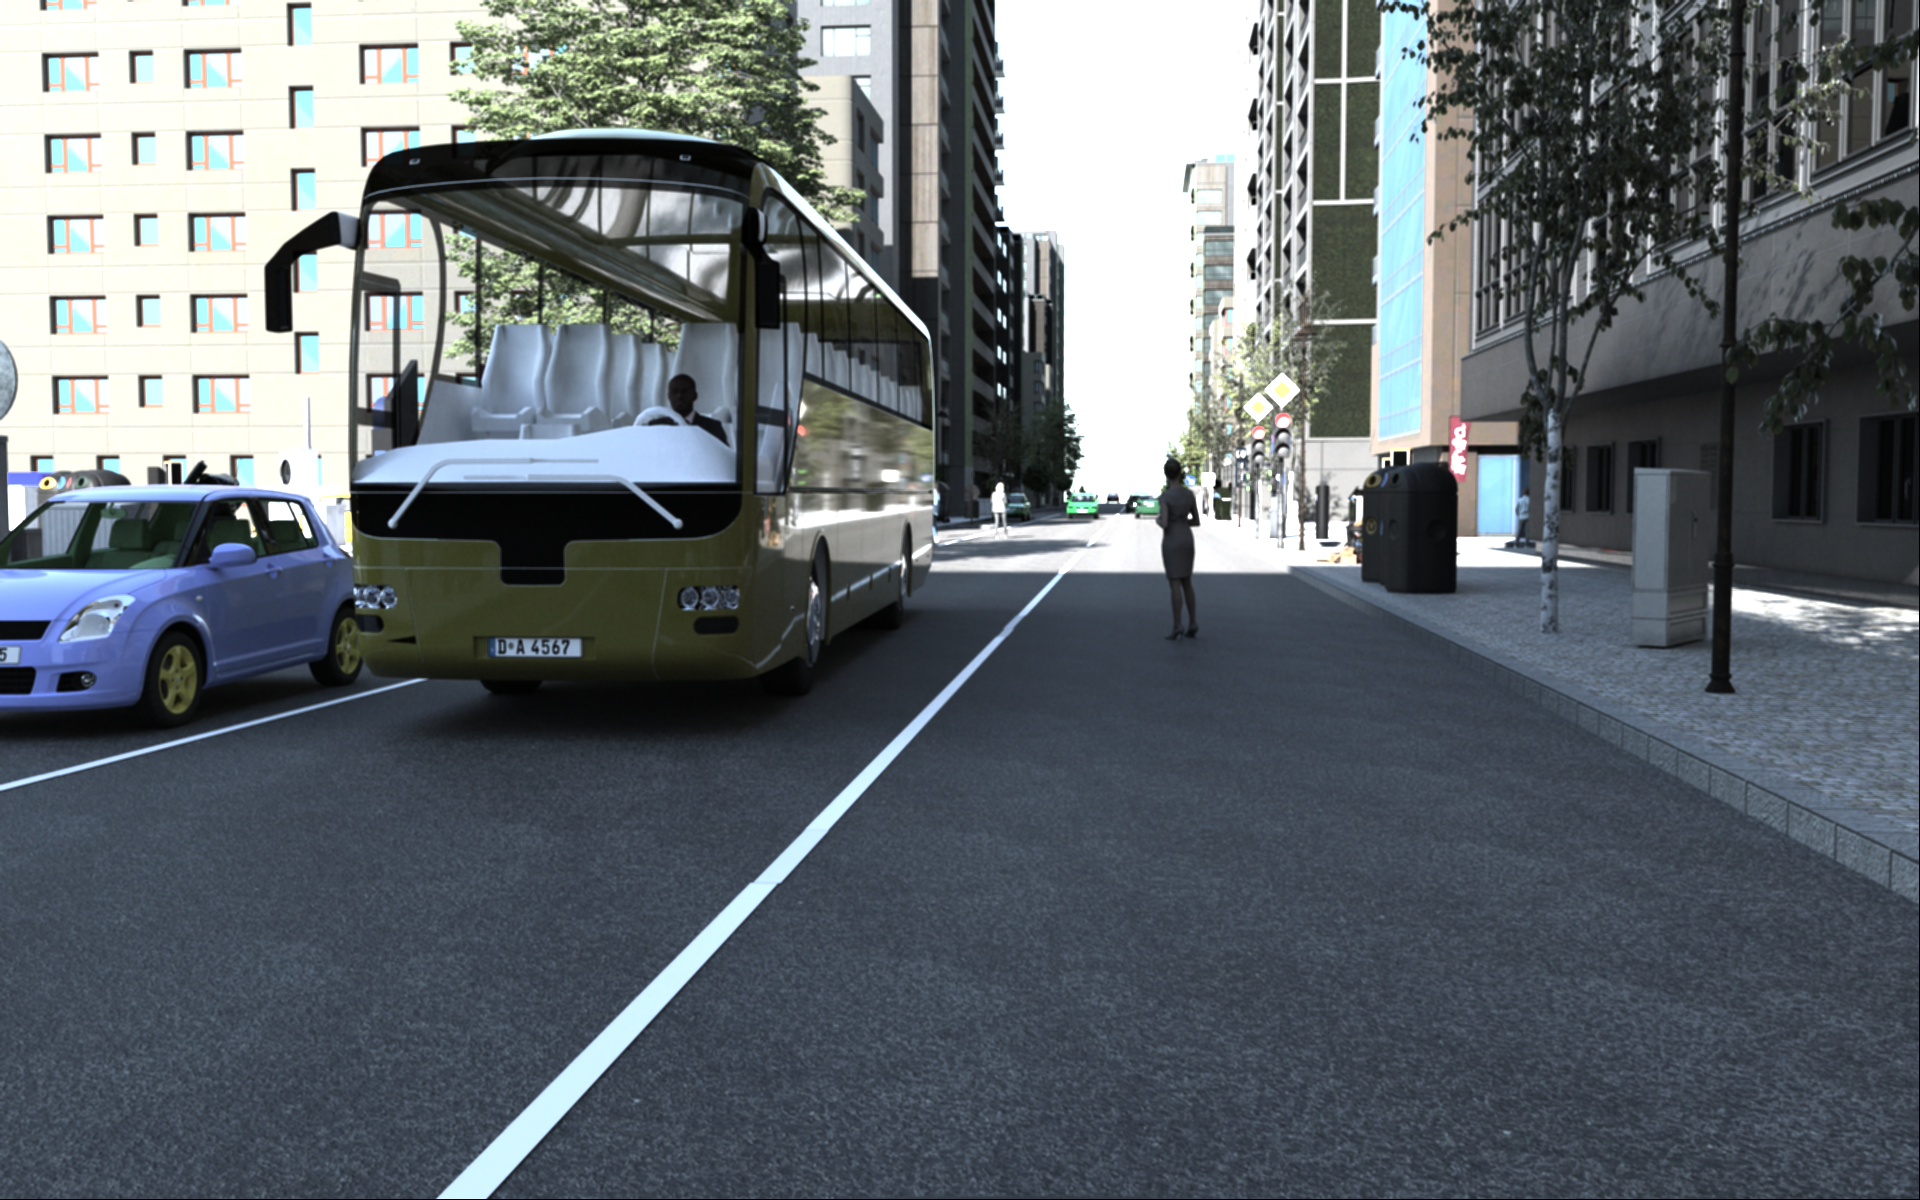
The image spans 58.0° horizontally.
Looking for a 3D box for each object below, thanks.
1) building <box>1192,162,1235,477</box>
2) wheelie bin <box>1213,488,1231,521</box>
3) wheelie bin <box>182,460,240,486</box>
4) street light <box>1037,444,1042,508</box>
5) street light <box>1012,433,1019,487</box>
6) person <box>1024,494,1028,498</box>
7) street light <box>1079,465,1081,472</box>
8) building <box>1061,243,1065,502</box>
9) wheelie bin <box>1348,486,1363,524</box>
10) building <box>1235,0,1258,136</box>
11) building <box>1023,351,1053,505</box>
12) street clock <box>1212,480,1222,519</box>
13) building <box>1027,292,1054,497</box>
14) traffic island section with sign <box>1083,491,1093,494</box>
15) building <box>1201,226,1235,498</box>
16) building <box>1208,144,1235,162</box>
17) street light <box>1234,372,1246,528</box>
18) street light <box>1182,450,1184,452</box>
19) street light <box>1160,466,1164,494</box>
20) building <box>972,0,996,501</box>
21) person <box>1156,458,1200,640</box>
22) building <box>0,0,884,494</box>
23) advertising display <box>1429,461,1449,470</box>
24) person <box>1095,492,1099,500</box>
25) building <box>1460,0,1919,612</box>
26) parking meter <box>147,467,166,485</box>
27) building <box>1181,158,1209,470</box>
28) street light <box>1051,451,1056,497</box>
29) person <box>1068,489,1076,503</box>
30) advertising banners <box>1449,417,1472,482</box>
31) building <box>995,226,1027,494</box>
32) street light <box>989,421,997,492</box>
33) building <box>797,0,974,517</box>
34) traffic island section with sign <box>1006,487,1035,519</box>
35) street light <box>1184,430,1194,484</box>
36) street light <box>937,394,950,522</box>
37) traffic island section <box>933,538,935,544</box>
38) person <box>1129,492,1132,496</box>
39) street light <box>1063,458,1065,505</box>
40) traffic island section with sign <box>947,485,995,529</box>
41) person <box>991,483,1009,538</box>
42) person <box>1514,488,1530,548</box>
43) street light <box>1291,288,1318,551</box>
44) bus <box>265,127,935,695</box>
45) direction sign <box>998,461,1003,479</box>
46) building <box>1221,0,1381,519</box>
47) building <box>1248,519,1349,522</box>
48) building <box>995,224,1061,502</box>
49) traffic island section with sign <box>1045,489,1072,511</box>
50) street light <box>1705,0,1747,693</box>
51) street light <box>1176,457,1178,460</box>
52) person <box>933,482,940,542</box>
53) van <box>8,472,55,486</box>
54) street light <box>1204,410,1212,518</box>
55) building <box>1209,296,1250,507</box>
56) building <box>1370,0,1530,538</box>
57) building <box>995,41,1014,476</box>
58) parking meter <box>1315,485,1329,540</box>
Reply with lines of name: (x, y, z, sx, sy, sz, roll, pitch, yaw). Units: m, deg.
building: (36.041, -32.522, 215.323, 14.154, 41.232, 14.086, 0, 4, 6)
wheelie bin: (12.615, -4.607, 83.230, 0.980, 1.594, 0.693, -1, 4, -23)
wheelie bin: (-7.218, -0.528, 16.540, 0.693, 1.594, 0.980, -1, 4, -21)
street light: (7.048, -11.140, 154.931, 0.468, 5.910, 1.993, 0, 4, 6)
street light: (3.990, -9.366, 125.916, 0.468, 5.910, 1.993, 0, 4, 6)
person: (7.399, -11.991, 204.186, 1.348, 1.869, 0.705, -1, 4, -19)
street light: (18.426, -17.900, 265.449, 0.468, 5.910, 1.993, 0, 4, 6)
building: (9.392, -36.201, 275.472, 14.154, 41.232, 14.086, 0, 4, 6)
wheelie bin: (15.807, -3.737, 69.007, 0.693, 1.594, 0.980, 1, 4, 9)
building: (35.784, -33.421, 135.677, 28.713, 52.752, 27.495, 0, 4, 6)
building: (-2.339, -23.336, 226.575, 27.650, 21.520, 28.899, 0, 4, 6)
street clock: (12.950, -5.065, 87.376, 0.471, 2.002, 0.358, 2, 4, 27)
building: (6.025, -29.085, 247.243, 14.160, 30.474, 14.107, 0, 4, 6)
traffic island section with sign: (19.528, -15.230, 257.642, 1.989, 1.847, 2.006, 0, 4, 6)
building: (33.183, -25.440, 187.652, 14.160, 30.474, 14.107, 0, 4, 6)
building: (43.700, -37.768, 237.110, 23.786, 49.044, 30.456, 0, 4, 6)
street light: (10.572, -5.661, 65.348, 0.468, 5.910, 1.993, 0, 4, 6)
street light: (18.343, -10.312, 141.386, 0.468, 5.910, 1.993, 0, 4, 6)
street light: (32.508, -18.848, 280.955, 0.468, 5.910, 1.993, 0, 4, 6)
building: (-8.679, -31.368, 136.566, 21.300, 48.544, 21.600, 0, 4, 6)
person: (2.136, -0.505, 17.090, 0.599, 1.781, 0.374, -2, 4, -35)
building: (-18.770, -13.619, 67.717, 27.650, 21.520, 28.899, 0, 4, 6)
advertising display: (9.547, -1.804, 34.710, 0.123, 1.923, 0.974, 0, 4, -4)
person: (21.289, -15.888, 268.794, 0.617, 1.759, 0.750, -1, 4, -12)
building: (16.424, -14.094, 23.939, 14.314, 27.812, 24.014, 0, 4, 6)
parking meter: (-17.322, -1.937, 37.385, 0.255, 1.863, 0.399, 0, 4, -5)
building: (48.557, -41.367, 265.595, 28.713, 52.752, 27.495, 0, 4, 6)
street light: (9.925, -12.855, 182.970, 0.468, 5.910, 1.993, 0, 4, 6)
person: (7.436, -6.387, 113.276, 0.623, 1.781, 0.721, -1, 4, -23)
advertising banners: (10.448, -2.610, 38.861, 2.074, 3.025, 0.090, 0, 4, 0)
building: (-0.618, -25.313, 185.574, 14.160, 30.474, 14.107, 0, 4, 6)
street light: (2.099, -8.226, 107.277, 0.468, 5.910, 1.993, 0, 4, 6)
building: (-6.883, -25.192, 95.492, 14.154, 41.232, 14.086, 0, 4, 6)
traffic island section with sign: (3.264, -5.530, 99.043, 1.989, 1.847, 2.006, 0, 4, 6)
street light: (16.263, -9.141, 122.246, 0.468, 5.910, 1.993, 0, 4, 6)
street light: (-0.774, -6.511, 79.238, 0.468, 5.910, 1.993, 0, 4, 6)
traffic island section: (-1.820, -1.661, 49.442, 2.009, 0.180, 2.903, 0, 4, 6)
person: (24.838, -14.818, 251.438, 0.551, 1.740, 0.621, -1, 4, -22)
street light: (12.527, -14.448, 209.006, 0.468, 5.910, 1.993, 0, 4, 6)
traffic island section with sign: (0.527, -3.890, 72.227, 1.989, 1.847, 2.006, 0, 4, 6)
person: (1.283, -2.904, 56.162, 0.537, 1.800, 0.526, 2, 4, 26)
person: (14.722, -2.127, 45.084, 0.589, 1.601, 0.330, 3, 4, 38)
street light: (7.749, -4.055, 39.095, 0.468, 5.910, 1.993, 0, 4, 6)
bus: (-2.005, -1.473, 15.627, 2.896, 3.916, 12.252, 0, 4, 4)
direction sign: (2.749, -7.728, 118.343, 0.379, 3.537, 0.876, 1, 4, 22)
building: (27.785, -41.095, 110.152, 20.563, 71.187, 20.611, 0, 4, 6)
building: (24.300, -39.339, 81.442, 20.563, 71.187, 20.611, 0, 4, 6)
building: (7.399, -35.320, 261.072, 14.154, 41.232, 14.086, 0, 4, 6)
traffic island section with sign: (8.334, -8.557, 148.536, 1.989, 1.847, 2.006, 0, 4, 6)
street light: (4.928, -2.340, 11.050, 0.468, 5.910, 1.993, 0, 4, 6)
street light: (21.155, -12.058, 169.931, 0.468, 5.910, 1.993, 0, 4, 6)
person: (-0.775, -2.606, 51.369, 0.793, 1.790, 0.793, -1, 4, -12)
van: (-27.549, -2.705, 48.605, 5.245, 2.365, 2.240, 0, 4, 7)
street light: (13.408, -7.398, 93.742, 0.468, 5.910, 1.993, 0, 4, 6)
building: (38.222, -19.549, 164.672, 27.650, 21.520, 28.899, 0, 4, 6)
building: (21.469, -24.786, 55.355, 14.200, 45.320, 14.600, 0, 4, 6)
building: (-7.345, -33.256, 163.338, 23.786, 49.044, 30.456, 0, 4, 6)
parking meter: (10.202, -2.469, 48.772, 0.372, 1.533, 0.369, 0, 3, 0)
